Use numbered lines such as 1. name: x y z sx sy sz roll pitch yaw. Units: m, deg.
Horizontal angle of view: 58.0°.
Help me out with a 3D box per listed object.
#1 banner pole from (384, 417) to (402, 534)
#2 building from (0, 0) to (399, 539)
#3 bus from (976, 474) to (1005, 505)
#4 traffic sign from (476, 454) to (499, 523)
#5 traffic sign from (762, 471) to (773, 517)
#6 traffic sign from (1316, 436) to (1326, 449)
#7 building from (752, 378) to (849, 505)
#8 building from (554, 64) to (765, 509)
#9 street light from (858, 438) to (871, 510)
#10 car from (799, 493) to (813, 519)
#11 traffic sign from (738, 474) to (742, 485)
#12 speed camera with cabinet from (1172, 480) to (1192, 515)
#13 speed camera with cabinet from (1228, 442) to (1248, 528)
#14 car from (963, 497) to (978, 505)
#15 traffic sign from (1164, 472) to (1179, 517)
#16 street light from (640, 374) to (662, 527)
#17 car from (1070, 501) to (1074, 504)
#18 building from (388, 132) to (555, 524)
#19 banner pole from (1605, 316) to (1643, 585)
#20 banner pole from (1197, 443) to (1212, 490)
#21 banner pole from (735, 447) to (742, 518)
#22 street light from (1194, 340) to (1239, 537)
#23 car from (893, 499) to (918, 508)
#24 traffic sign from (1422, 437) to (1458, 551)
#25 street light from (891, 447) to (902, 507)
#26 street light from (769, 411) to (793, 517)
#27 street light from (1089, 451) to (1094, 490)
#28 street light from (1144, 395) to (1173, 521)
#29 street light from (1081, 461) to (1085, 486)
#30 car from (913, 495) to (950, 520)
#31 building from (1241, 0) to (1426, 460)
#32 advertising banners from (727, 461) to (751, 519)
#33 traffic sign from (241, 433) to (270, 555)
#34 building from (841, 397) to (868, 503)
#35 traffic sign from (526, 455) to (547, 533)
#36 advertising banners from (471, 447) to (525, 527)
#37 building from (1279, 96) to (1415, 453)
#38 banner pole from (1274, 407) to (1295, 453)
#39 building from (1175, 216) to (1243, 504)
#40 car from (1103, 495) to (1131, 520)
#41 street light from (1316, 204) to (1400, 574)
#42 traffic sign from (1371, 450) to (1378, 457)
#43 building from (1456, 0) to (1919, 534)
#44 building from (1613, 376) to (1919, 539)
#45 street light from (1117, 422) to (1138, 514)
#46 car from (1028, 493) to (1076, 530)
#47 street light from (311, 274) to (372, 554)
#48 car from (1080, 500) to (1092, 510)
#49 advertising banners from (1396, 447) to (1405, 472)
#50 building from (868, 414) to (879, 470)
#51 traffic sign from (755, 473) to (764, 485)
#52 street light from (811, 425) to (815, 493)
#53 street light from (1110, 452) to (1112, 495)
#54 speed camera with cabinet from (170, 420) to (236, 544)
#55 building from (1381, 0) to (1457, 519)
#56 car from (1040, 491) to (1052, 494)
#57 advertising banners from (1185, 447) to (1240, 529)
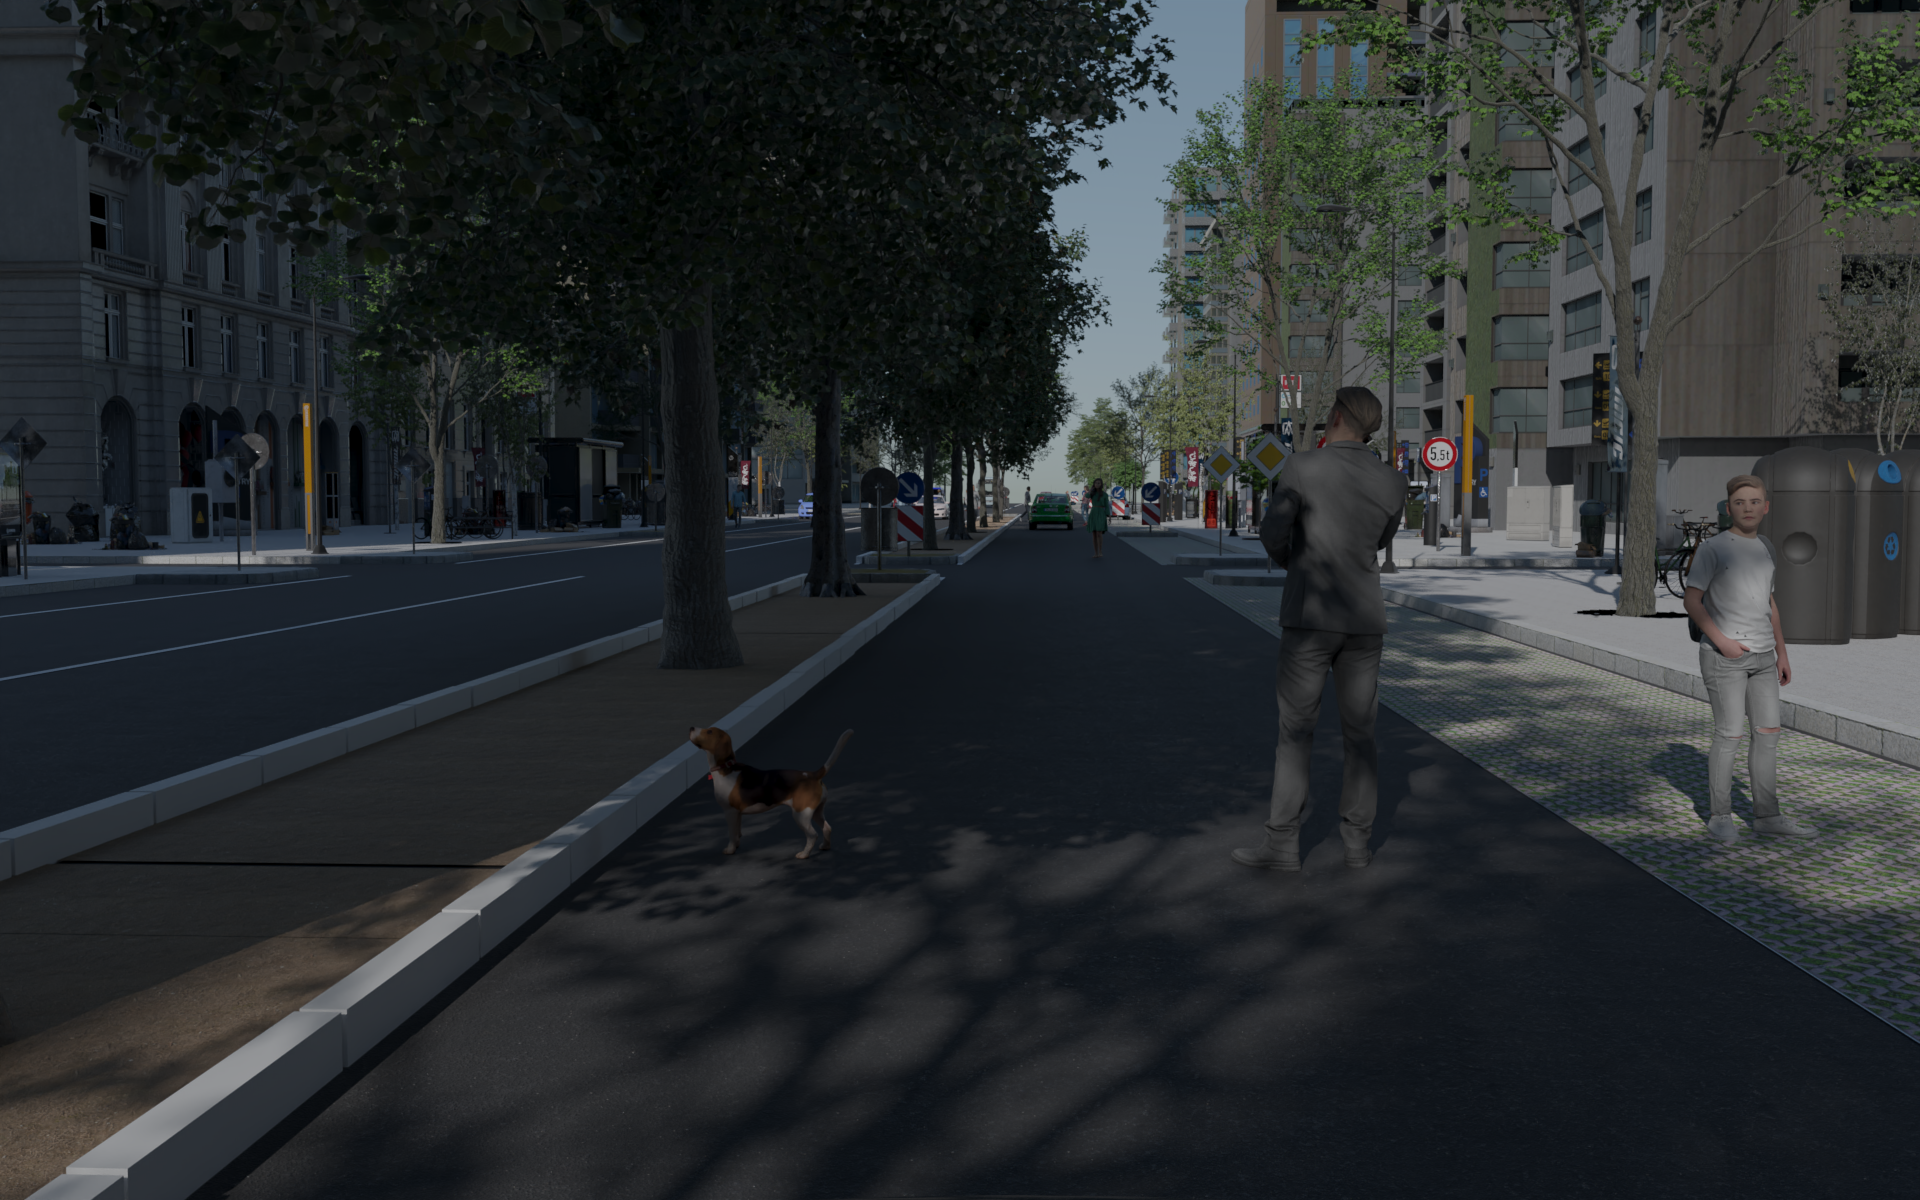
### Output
1. banner pole: -18.452 -4.060 56.402 0.401 3.779 0.863 1 4 18
2. building: -30.093 -13.372 60.433 13.314 21.916 24.055 0 4 3
3. bus: 3.208 -11.368 180.728 2.948 3.499 13.247 0 4 2
4. traffic sign: -15.203 -3.399 55.680 0.768 2.556 0.104 1 4 9
5. traffic sign: -10.677 -5.815 95.186 0.768 2.556 0.104 1 4 12
6. traffic sign: 7.848 -2.217 36.353 0.768 2.556 0.104 1 4 9
7. building: -29.151 -38.619 220.662 28.713 52.752 27.495 0 4 3
8. building: -29.827 -30.659 155.905 22.147 44.769 28.867 0 4 3
9. street light: -7.690 -10.419 142.893 1.470 5.913 1.316 0 4 3
10. car: -8.211 -5.480 99.187 1.945 1.707 3.694 0 4 3
11. traffic sign: -11.575 -5.344 89.508 0.606 2.300 0.079 0 4 8
12. speed camera with cabinet: 13.603 -6.773 105.069 0.660 3.252 2.038 -3 4 -38
13. speed camera with cabinet: 10.942 -4.388 66.077 0.660 3.252 2.038 3 4 38
14. car: 1.447 -13.165 225.037 2.009 1.686 4.222 0 4 4
15. traffic sign: 11.152 -5.586 91.435 0.768 2.556 0.104 1 4 9
16. street light: -11.651 -5.753 66.606 1.470 5.913 1.316 0 4 3
17. car: 5.285 -5.238 95.428 2.009 1.686 4.222 0 4 4
18. building: -29.020 -17.619 85.330 12.463 27.353 25.104 0 4 3
19. banner pole: 9.325 -2.097 24.295 0.863 3.779 0.401 -2 4 -34
20. banner pole: 12.003 -5.788 84.651 0.863 3.779 0.401 0 4 3
21. banner pole: -11.798 -6.258 92.339 0.401 3.779 0.863 1 4 17
22. street light: 7.731 -4.873 52.219 1.470 5.913 1.316 0 4 3
23. car: -3.774 -7.042 124.173 2.155 1.783 4.494 0 4 2
24. traffic sign: 10.701 -2.360 38.688 0.768 2.556 0.104 1 4 11
25. street light: -6.214 -12.218 172.304 1.470 5.913 1.316 0 4 3
26. street light: -9.949 -7.577 96.421 1.470 5.913 1.316 0 4 3
27. street light: 14.617 -13.098 186.691 1.470 5.913 1.316 0 4 3
28. street light: 9.317 -6.649 81.256 1.470 5.913 1.316 0 4 3
29. street light: 17.481 -16.417 240.960 1.470 5.913 1.316 0 4 3
30. car: -1.609 -5.238 98.000 2.083 1.381 4.827 0 4 2
31. building: 31.167 -30.178 143.521 14.600 45.320 14.200 0 4 3
32. advertising banners: -11.951 -5.760 90.370 2.074 3.025 0.090 0 4 -7
33. traffic sign: -14.785 -2.207 36.195 0.768 2.556 0.104 1 4 10
34. building: -24.844 -38.012 245.201 21.300 48.544 21.600 0 4 3
35. traffic sign: -13.918 -3.473 56.886 0.768 2.556 0.104 1 4 12
36. advertising banners: -17.321 -4.220 65.190 2.074 3.025 0.090 -2 4 -26
37. building: 30.909 -21.905 129.841 14.160 30.474 14.107 0 4 3
38. banner pole: 9.332 -3.671 50.034 0.863 3.779 0.401 2 4 24
39. building: 44.618 -32.685 226.281 32.217 40.220 23.993 0 4 3
40. car: 8.286 -5.007 93.875 2.014 1.417 4.499 0 4 1
41. street light: 6.404 -3.386 27.906 1.470 5.913 1.316 0 4 3
42. traffic sign: 11.415 -2.981 48.844 0.768 2.556 0.104 1 4 12
43. building: 26.179 -18.028 66.452 14.160 30.474 14.107 0 4 3
44. building: 26.532 -17.095 51.205 14.107 30.474 14.160 0 4 3
45. street light: 10.713 -8.465 110.940 1.470 5.913 1.316 0 4 3
46. car: 3.732 -3.771 70.451 1.959 1.807 4.718 0 4 4
47. street light: -13.136 -3.930 36.793 1.470 5.913 1.316 0 4 3
48. car: 10.847 -7.962 142.759 1.945 1.354 3.894 0 4 3
49. advertising banners: 15.952 -4.186 64.634 2.074 3.025 0.090 -3 4 -38
50. building: -19.944 -30.101 263.850 14.160 30.474 14.107 0 4 3
51. traffic sign: -11.646 -6.187 101.257 0.768 2.556 0.104 1 4 12
52. street light: -9.190 -8.615 113.388 1.470 5.913 1.316 0 4 3
53. street light: 11.645 -9.490 127.697 1.470 5.913 1.316 0 4 3
54. speed camera with cabinet: -19.967 -3.147 45.790 0.660 3.252 2.038 1 4 15
55. building: 34.686 -39.869 90.118 20.563 71.187 20.611 0 4 3
56. car: 11.569 -13.717 232.939 2.281 1.827 5.304 0 4 4
57. advertising banners: 9.337 -4.153 64.094 2.074 3.025 0.090 0 4 -1
